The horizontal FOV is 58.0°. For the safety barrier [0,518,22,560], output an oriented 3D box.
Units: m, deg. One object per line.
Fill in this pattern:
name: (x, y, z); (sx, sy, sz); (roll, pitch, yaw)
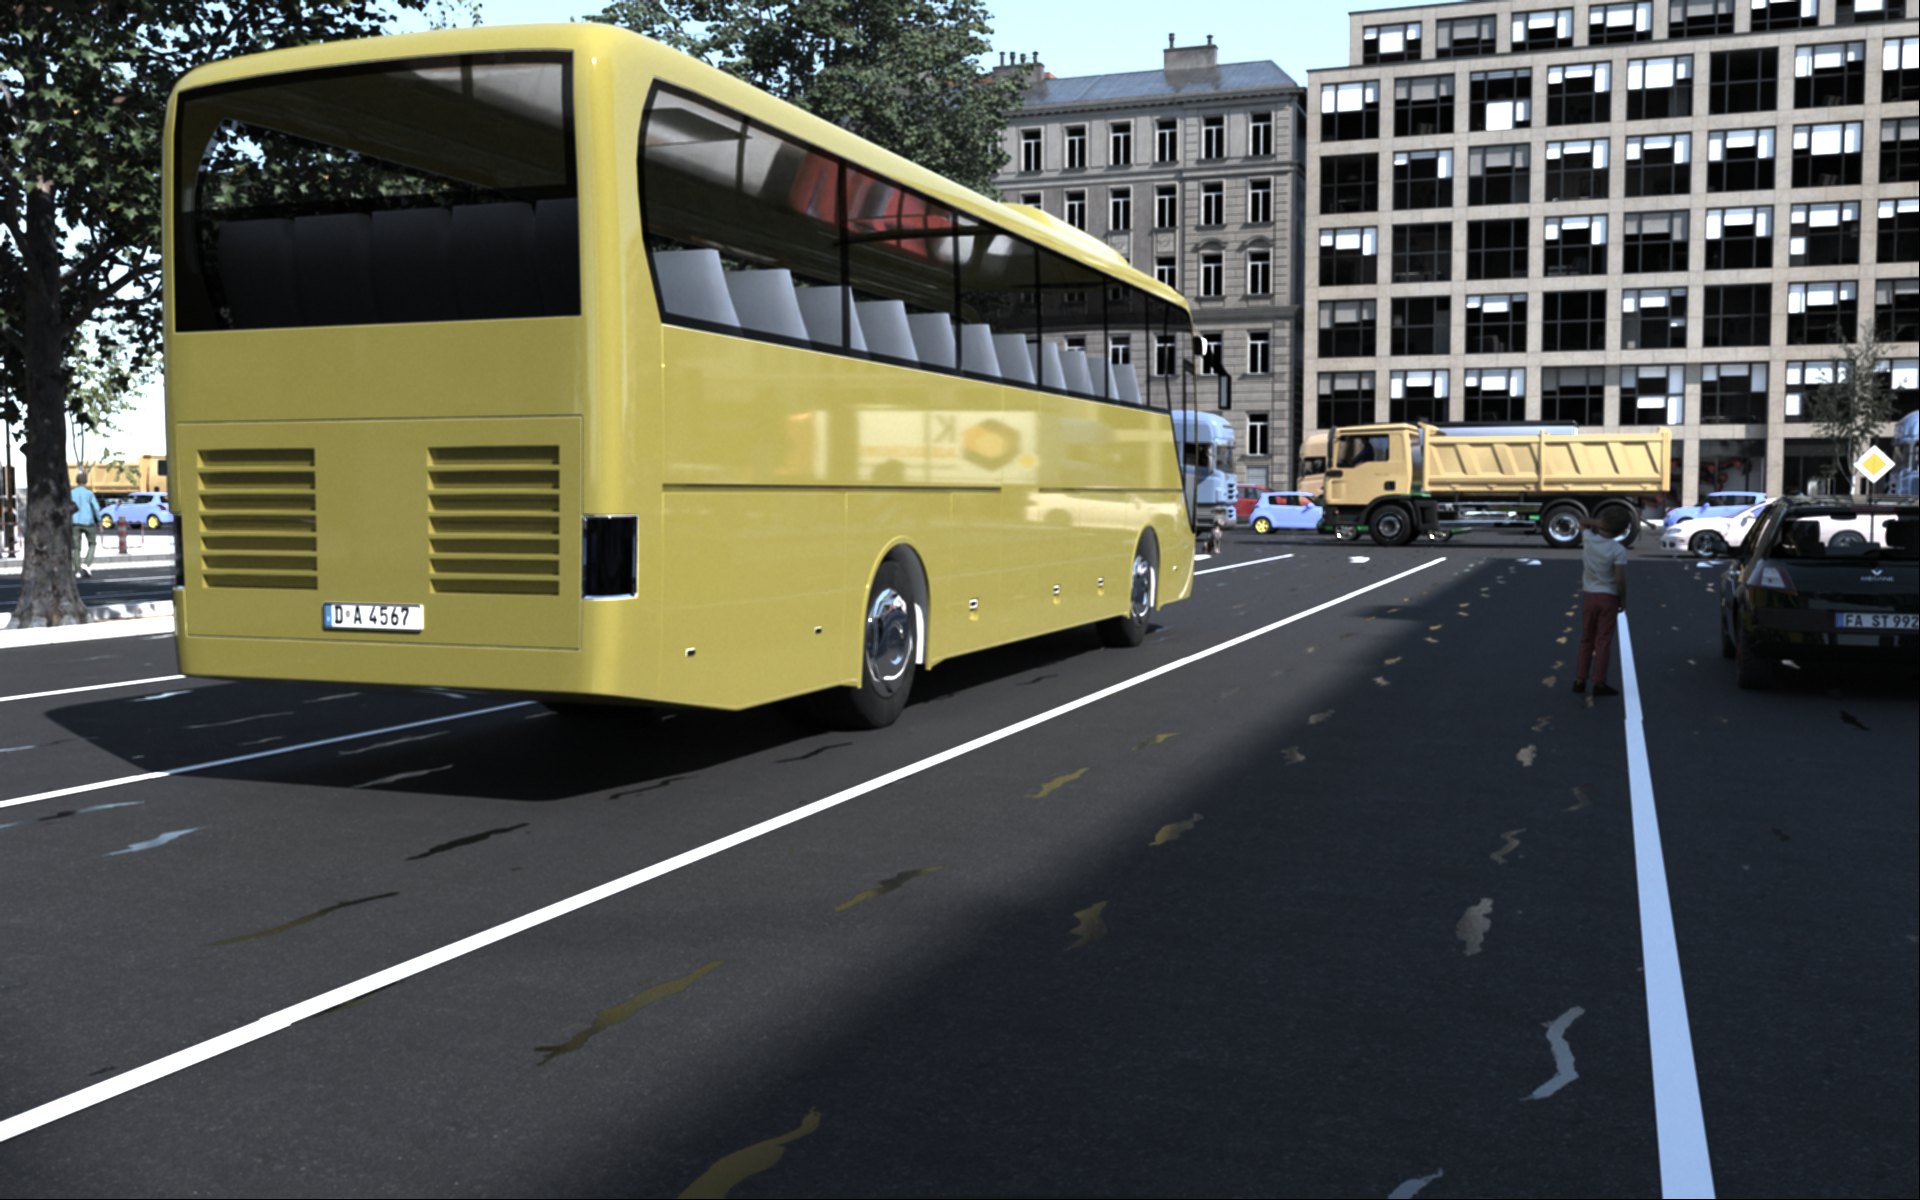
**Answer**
safety barrier: (-18.882, -1.204, 33.958); (0.300, 0.817, 1.120); (1, 4, 20)

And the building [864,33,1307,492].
building: (8.272, -18.543, 100.435); (25.104, 27.353, 12.463); (1, 4, 20)

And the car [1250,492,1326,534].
car: (12.283, -3.212, 62.102); (3.694, 1.707, 1.945); (1, 4, 22)

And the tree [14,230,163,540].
tree: (-24.223, -5.971, 47.986); (4.737, 8.622, 4.395); (0, 3, 0)

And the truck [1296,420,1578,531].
truck: (18.456, -4.878, 68.664); (11.283, 4.237, 2.839); (1, 4, 22)

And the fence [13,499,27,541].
fence: (-23.517, -1.968, 43.378); (2.264, 1.192, 0.480); (-3, 5, -40)

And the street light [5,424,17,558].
street light: (-18.992, -3.775, 34.516); (0.468, 5.910, 1.993); (1, 4, 20)

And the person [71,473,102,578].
person: (-14.961, -1.263, 29.492); (0.601, 1.785, 0.444); (-1, 4, -12)

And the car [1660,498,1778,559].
car: (18.247, -1.609, 38.664); (4.827, 1.381, 2.083); (1, 4, 22)

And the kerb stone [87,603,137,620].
kerb stone: (-9.834, 0.153, 19.694); (0.120, 0.150, 1.000); (1, 4, 20)

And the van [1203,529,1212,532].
van: (7.985, -3.618, 66.173); (4.112, 2.044, 2.013); (1, 4, 22)

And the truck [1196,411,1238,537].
truck: (0.103, -4.025, 55.574); (18.799, 4.110, 2.967); (1, 4, 20)

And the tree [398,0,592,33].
tree: (-6.497, -4.373, 24.312); (4.737, 8.622, 4.395); (0, 3, 0)

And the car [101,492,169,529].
car: (-33.654, -3.777, 71.351); (3.694, 1.707, 1.945); (1, 4, 19)

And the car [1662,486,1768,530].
car: (26.632, -3.129, 60.745); (3.694, 1.707, 1.945); (1, 4, 20)

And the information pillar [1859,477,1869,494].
information pillar: (38.161, -4.197, 73.118); (0.304, 2.012, 0.304); (3, 5, 40)

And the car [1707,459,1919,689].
car: (7.059, -0.245, 13.792); (2.009, 1.686, 4.222); (1, 4, 21)

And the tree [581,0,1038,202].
tree: (-3.077, -7.602, 33.400); (9.857, 13.997, 8.962); (0, 3, 0)

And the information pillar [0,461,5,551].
information pillar: (-21.395, -2.069, 38.315); (0.304, 2.012, 0.304); (0, 4, 6)

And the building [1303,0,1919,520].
building: (37.271, -17.669, 93.398); (34.151, 26.468, 19.350); (1, 4, 20)

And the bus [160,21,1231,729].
bus: (-0.541, -1.347, 13.570); (2.896, 3.916, 12.252); (1, 4, 20)

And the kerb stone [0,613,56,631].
kerb stone: (-10.189, 0.212, 18.727); (0.120, 0.150, 1.000); (1, 4, 20)

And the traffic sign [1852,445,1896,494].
traffic sign: (18.577, -1.933, 35.254); (0.795, 2.450, 0.064); (1, 4, 20)

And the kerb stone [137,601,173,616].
kerb stone: (-9.464, 0.094, 20.653); (0.120, 0.150, 1.000); (1, 4, 20)

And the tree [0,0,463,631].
tree: (-9.278, -5.994, 17.474); (9.611, 12.733, 9.660); (0, 3, 0)

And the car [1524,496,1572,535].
car: (21.290, -3.266, 62.202); (1.959, 1.807, 4.718); (1, 4, 21)

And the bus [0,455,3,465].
bus: (-43.251, -4.436, 67.384); (13.247, 3.499, 2.948); (1, 4, 20)

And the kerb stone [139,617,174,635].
kerb stone: (-8.206, 0.256, 18.038); (0.120, 0.150, 1.000); (1, 4, 20)

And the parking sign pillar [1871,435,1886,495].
parking sign pillar: (41.912, -5.543, 79.097); (1.447, 3.967, 1.447); (1, 4, 22)

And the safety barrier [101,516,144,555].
safety barrier: (-17.810, -1.380, 36.831); (0.300, 0.817, 1.120); (1, 4, 20)

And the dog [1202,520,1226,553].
dog: (6.123, -1.543, 42.065); (0.513, 0.831, 0.800); (0, 4, -6)

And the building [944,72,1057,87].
building: (5.496, -32.286, 182.500); (28.867, 44.769, 22.147); (1, 4, 20)

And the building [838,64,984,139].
building: (-3.512, -28.665, 160.557); (32.217, 40.220, 23.993); (1, 4, 20)

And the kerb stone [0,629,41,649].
kerb stone: (-8.928, 0.373, 16.103); (0.120, 0.150, 1.000); (1, 4, 20)

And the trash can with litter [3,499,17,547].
trash can with litter: (-22.955, -1.809, 40.962); (0.624, 1.170, 1.055); (2, 4, 25)

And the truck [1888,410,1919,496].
truck: (35.367, -3.532, 47.509); (18.799, 4.110, 2.967); (1, 4, 21)

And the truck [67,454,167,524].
truck: (-39.981, -5.427, 84.661); (9.791, 3.379, 3.469); (1, 4, 19)

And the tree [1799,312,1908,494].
tree: (36.554, -7.371, 70.879); (4.360, 8.622, 3.978); (0, 3, 0)

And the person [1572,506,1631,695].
person: (4.586, 0.000, 12.413); (0.435, 1.345, 0.340); (3, 5, 39)

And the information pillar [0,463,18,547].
information pillar: (-24.455, -2.446, 44.482); (0.304, 2.012, 0.304); (1, 4, 20)

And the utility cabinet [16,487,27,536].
utility cabinet: (-28.801, -2.691, 52.673); (0.318, 1.500, 1.173); (1, 4, 13)

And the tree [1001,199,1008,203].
tree: (-0.388, -5.347, 40.241); (4.360, 8.622, 3.978); (0, 3, 0)

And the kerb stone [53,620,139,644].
kerb stone: (-8.563, 0.319, 17.070); (0.120, 0.150, 1.000); (1, 4, 20)

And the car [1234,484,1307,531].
car: (11.721, -3.653, 68.404); (5.304, 1.827, 2.281); (1, 4, 21)

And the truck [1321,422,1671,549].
truck: (14.056, -3.137, 47.212); (9.791, 3.379, 3.469); (1, 4, 22)

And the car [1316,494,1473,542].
car: (13.268, -2.691, 52.792); (4.718, 1.807, 1.959); (1, 4, 21)

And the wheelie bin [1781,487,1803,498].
wheelie bin: (38.127, -4.364, 79.265); (0.980, 1.594, 0.693); (0, 4, 5)

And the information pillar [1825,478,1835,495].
information pillar: (40.363, -4.643, 80.397); (0.304, 2.012, 0.304); (0, 4, -4)
